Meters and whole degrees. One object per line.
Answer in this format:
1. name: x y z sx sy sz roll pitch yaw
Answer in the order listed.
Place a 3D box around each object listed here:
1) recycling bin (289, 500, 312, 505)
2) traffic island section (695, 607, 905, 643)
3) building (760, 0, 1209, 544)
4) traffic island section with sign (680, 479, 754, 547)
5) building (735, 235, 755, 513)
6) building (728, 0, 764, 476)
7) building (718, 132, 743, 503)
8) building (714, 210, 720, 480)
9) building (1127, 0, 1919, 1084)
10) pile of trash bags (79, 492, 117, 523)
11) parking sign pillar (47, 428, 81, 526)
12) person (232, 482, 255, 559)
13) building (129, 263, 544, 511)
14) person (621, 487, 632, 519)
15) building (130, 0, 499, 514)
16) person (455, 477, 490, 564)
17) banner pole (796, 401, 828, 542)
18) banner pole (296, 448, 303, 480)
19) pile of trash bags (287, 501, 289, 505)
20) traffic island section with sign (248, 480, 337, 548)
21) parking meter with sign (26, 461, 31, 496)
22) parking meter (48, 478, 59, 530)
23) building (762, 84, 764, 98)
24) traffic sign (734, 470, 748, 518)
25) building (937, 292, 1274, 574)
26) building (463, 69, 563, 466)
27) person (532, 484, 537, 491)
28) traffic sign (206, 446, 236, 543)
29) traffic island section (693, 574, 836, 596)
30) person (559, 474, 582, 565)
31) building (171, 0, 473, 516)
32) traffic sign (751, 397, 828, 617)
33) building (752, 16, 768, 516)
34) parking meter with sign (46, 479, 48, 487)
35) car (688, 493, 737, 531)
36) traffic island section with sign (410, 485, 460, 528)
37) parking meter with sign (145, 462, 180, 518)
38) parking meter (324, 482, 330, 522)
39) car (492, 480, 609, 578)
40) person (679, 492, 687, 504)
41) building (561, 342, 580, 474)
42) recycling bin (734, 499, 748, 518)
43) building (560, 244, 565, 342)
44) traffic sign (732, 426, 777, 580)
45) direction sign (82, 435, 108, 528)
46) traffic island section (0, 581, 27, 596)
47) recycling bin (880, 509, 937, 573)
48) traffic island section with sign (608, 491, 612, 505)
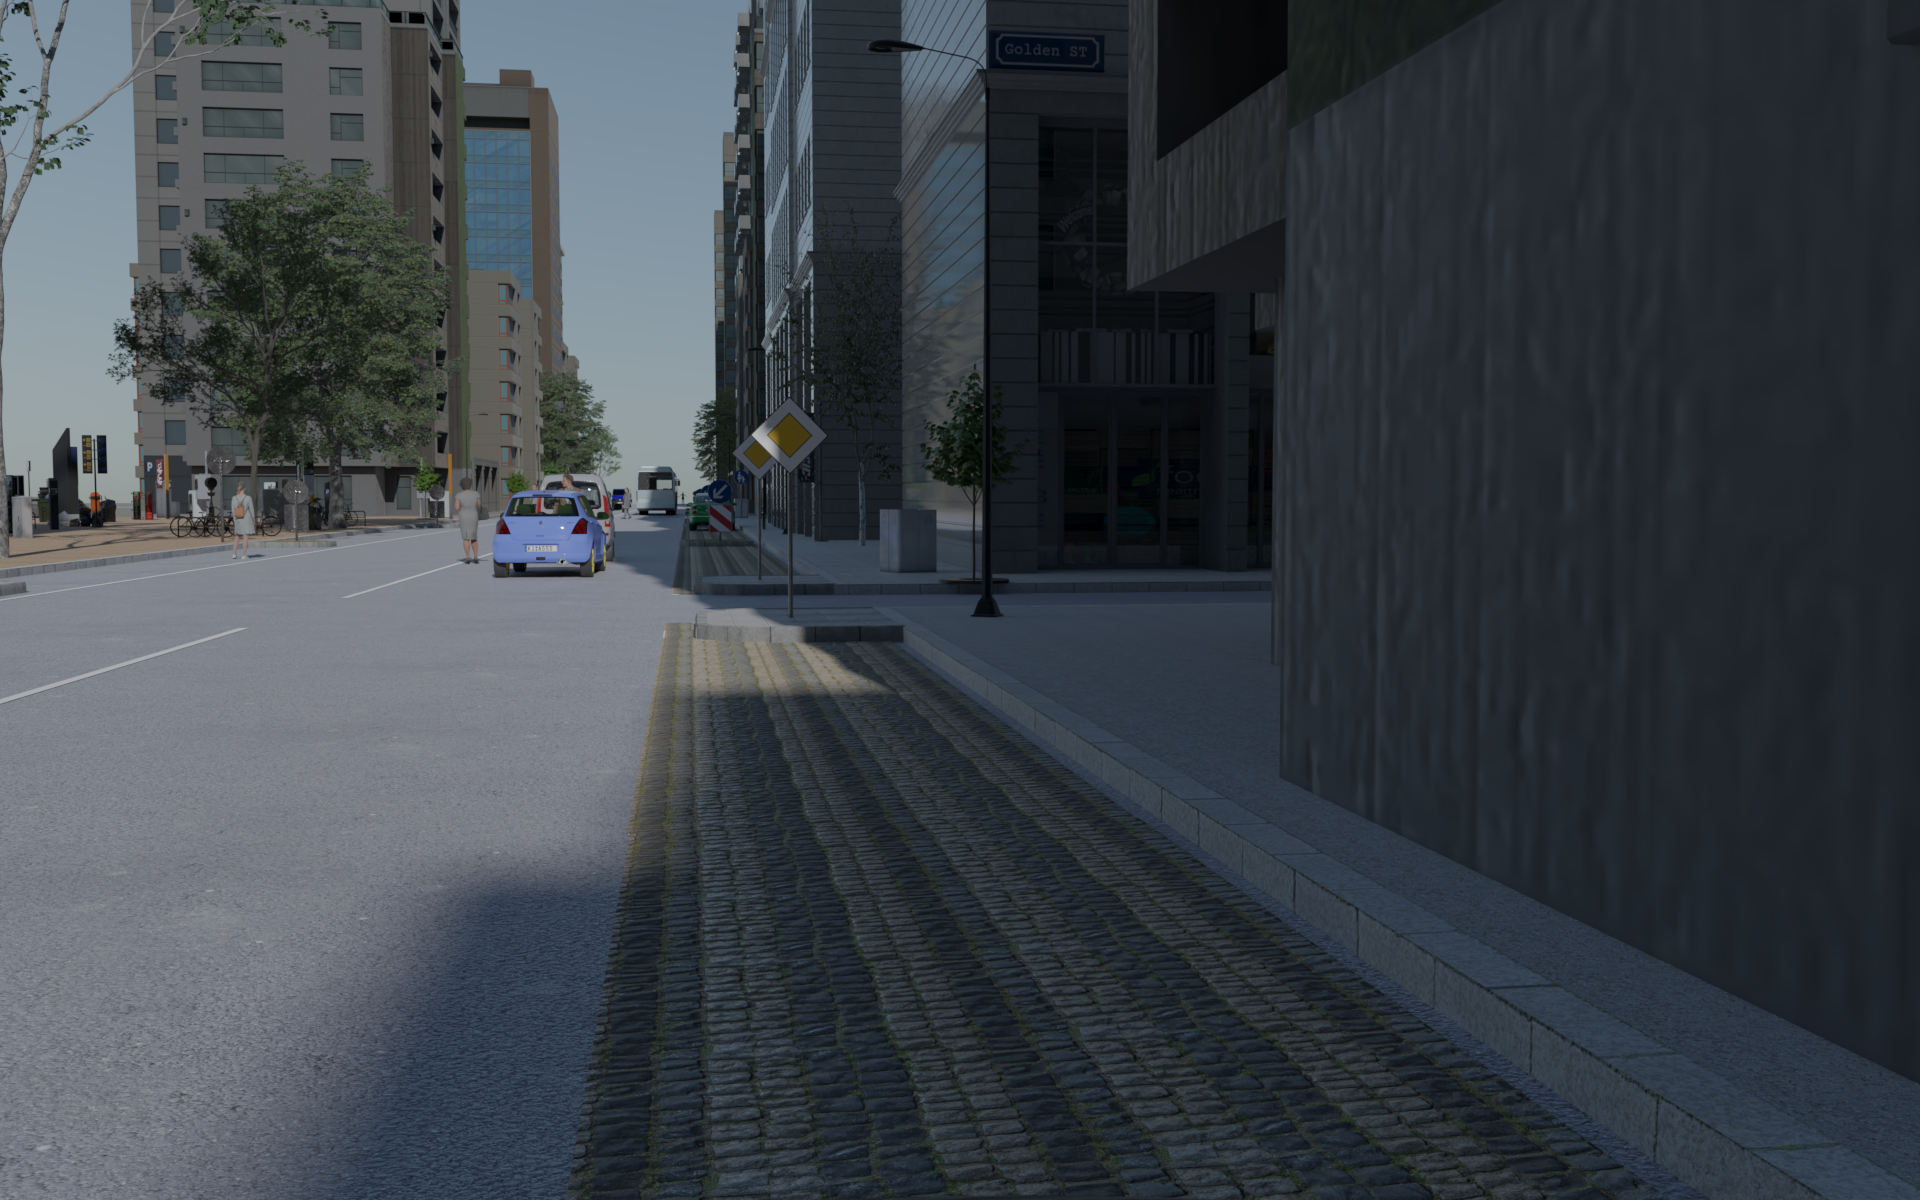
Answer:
1. recycling bin: -27.740 -3.689 72.867 0.722 1.027 0.722 0 4 -2
2. traffic island section: -1.741 0.259 18.039 2.009 0.180 2.903 -1 4 -9
3. building: -1.002 -17.433 62.519 11.434 29.767 29.804 -1 4 -9
4. traffic island section with sign: -6.744 -2.398 47.843 1.989 1.847 2.006 -1 4 -9
5. building: -2.817 -17.573 132.360 27.650 21.520 28.899 -1 4 -9
6. building: -9.525 -33.105 160.875 23.786 49.044 30.456 -1 4 -9
7. building: -20.143 -31.556 199.541 14.154 41.232 14.086 -1 4 -9
8. building: -28.569 -34.764 251.981 14.154 41.232 14.086 -1 4 -9
9. building: 8.057 -14.579 10.065 14.160 30.474 14.107 -1 4 -9
10. pile of trash bags: -39.172 -4.191 78.279 1.912 1.369 3.447 -2 4 -31
11. parking sign pillar: -36.638 -5.044 70.937 1.447 3.967 1.447 3 4 38
12. person: -15.792 -1.749 38.105 0.512 1.701 0.522 -1 4 -9
13. building: -50.600 -18.417 146.157 27.650 21.520 28.899 -1 4 -9
14. person: -19.142 -5.546 99.279 0.767 1.812 0.694 -2 4 -33
15. building: -43.447 -41.690 119.880 20.563 71.187 20.611 -1 4 -9
16. person: -10.018 -1.631 35.520 0.716 1.782 0.532 -2 4 -30
17. banner pole: -3.996 -3.472 46.784 0.863 3.779 0.401 0 4 -4
18. banner pole: -33.764 -6.029 88.591 0.401 3.779 0.863 0 4 7
19. pile of trash bags: -36.963 -5.151 93.964 1.912 1.369 3.447 -3 4 -38
20. traffic island section with sign: -17.982 -2.333 46.777 1.989 1.847 2.006 -1 4 -9
21. parking meter with sign: -49.317 -5.737 90.065 1.738 3.016 0.543 -3 5 -41
22. parking meter: -32.605 -3.462 62.308 0.255 1.863 0.399 -3 4 -37
23. building: -2.548 -18.113 89.654 14.314 27.812 24.014 -1 4 -9
24. traffic sign: -11.498 -5.565 91.088 0.768 2.556 0.104 0 4 -1
25. building: 14.124 -15.716 34.453 29.804 29.767 11.434 -1 4 -9
26. building: -50.583 -32.815 186.639 14.600 45.320 14.200 -1 4 -9
27. person: -15.499 -3.340 63.201 0.635 1.810 0.391 2 4 32
28. traffic sign: -19.534 -2.795 45.808 0.768 2.556 0.104 0 4 -4
29. traffic island section: -2.977 -0.223 25.929 2.009 0.180 2.903 -1 4 -9
30. person: -7.994 -1.642 35.251 0.656 1.842 0.836 -2 4 -32
31. building: -37.584 -20.321 103.948 14.160 30.474 14.107 -1 4 -9
32. traffic sign: -1.764 -0.876 17.959 0.795 2.450 0.064 -1 4 -9
33. building: -6.134 -20.682 109.846 14.160 30.474 14.107 -1 4 -9
34. parking meter with sign: -46.196 -5.632 88.338 1.738 3.016 0.543 2 4 33
35. car: -9.801 -3.655 68.554 1.959 1.807 4.718 0 4 -8
36. traffic island section with sign: -22.156 -3.962 73.408 1.989 1.847 2.006 -1 4 -9
37. parking meter with sign: -43.053 -5.955 93.620 1.738 3.016 0.543 1 4 10
38. parking meter: -28.590 -4.454 78.528 0.399 1.863 0.255 1 4 22
39. car: -7.287 -1.308 30.970 1.945 1.707 3.694 0 4 -7
40. person: -38.265 -14.076 239.353 1.217 1.735 0.721 0 4 8
41. building: -60.772 -22.232 208.531 27.650 21.520 28.899 -1 4 -9
42. recycling bin: -11.775 -4.928 93.127 0.722 1.027 0.722 -1 4 -8
43. building: -66.589 -33.147 233.828 32.217 40.220 23.993 -1 4 -9
44. traffic sign: -2.999 -1.358 25.848 0.795 2.450 0.064 -1 4 -9
45. direction sign: -33.158 -4.552 66.420 0.876 3.537 0.379 -1 4 -10
46. traffic island section: -14.430 -0.114 24.147 2.009 0.180 2.903 -1 4 -9
47. recycling bin: -0.854 -0.981 28.595 0.722 1.027 0.722 -2 4 -30
48. traffic island section with sign: -46.855 -13.613 231.195 1.989 1.847 2.006 -1 4 -9
